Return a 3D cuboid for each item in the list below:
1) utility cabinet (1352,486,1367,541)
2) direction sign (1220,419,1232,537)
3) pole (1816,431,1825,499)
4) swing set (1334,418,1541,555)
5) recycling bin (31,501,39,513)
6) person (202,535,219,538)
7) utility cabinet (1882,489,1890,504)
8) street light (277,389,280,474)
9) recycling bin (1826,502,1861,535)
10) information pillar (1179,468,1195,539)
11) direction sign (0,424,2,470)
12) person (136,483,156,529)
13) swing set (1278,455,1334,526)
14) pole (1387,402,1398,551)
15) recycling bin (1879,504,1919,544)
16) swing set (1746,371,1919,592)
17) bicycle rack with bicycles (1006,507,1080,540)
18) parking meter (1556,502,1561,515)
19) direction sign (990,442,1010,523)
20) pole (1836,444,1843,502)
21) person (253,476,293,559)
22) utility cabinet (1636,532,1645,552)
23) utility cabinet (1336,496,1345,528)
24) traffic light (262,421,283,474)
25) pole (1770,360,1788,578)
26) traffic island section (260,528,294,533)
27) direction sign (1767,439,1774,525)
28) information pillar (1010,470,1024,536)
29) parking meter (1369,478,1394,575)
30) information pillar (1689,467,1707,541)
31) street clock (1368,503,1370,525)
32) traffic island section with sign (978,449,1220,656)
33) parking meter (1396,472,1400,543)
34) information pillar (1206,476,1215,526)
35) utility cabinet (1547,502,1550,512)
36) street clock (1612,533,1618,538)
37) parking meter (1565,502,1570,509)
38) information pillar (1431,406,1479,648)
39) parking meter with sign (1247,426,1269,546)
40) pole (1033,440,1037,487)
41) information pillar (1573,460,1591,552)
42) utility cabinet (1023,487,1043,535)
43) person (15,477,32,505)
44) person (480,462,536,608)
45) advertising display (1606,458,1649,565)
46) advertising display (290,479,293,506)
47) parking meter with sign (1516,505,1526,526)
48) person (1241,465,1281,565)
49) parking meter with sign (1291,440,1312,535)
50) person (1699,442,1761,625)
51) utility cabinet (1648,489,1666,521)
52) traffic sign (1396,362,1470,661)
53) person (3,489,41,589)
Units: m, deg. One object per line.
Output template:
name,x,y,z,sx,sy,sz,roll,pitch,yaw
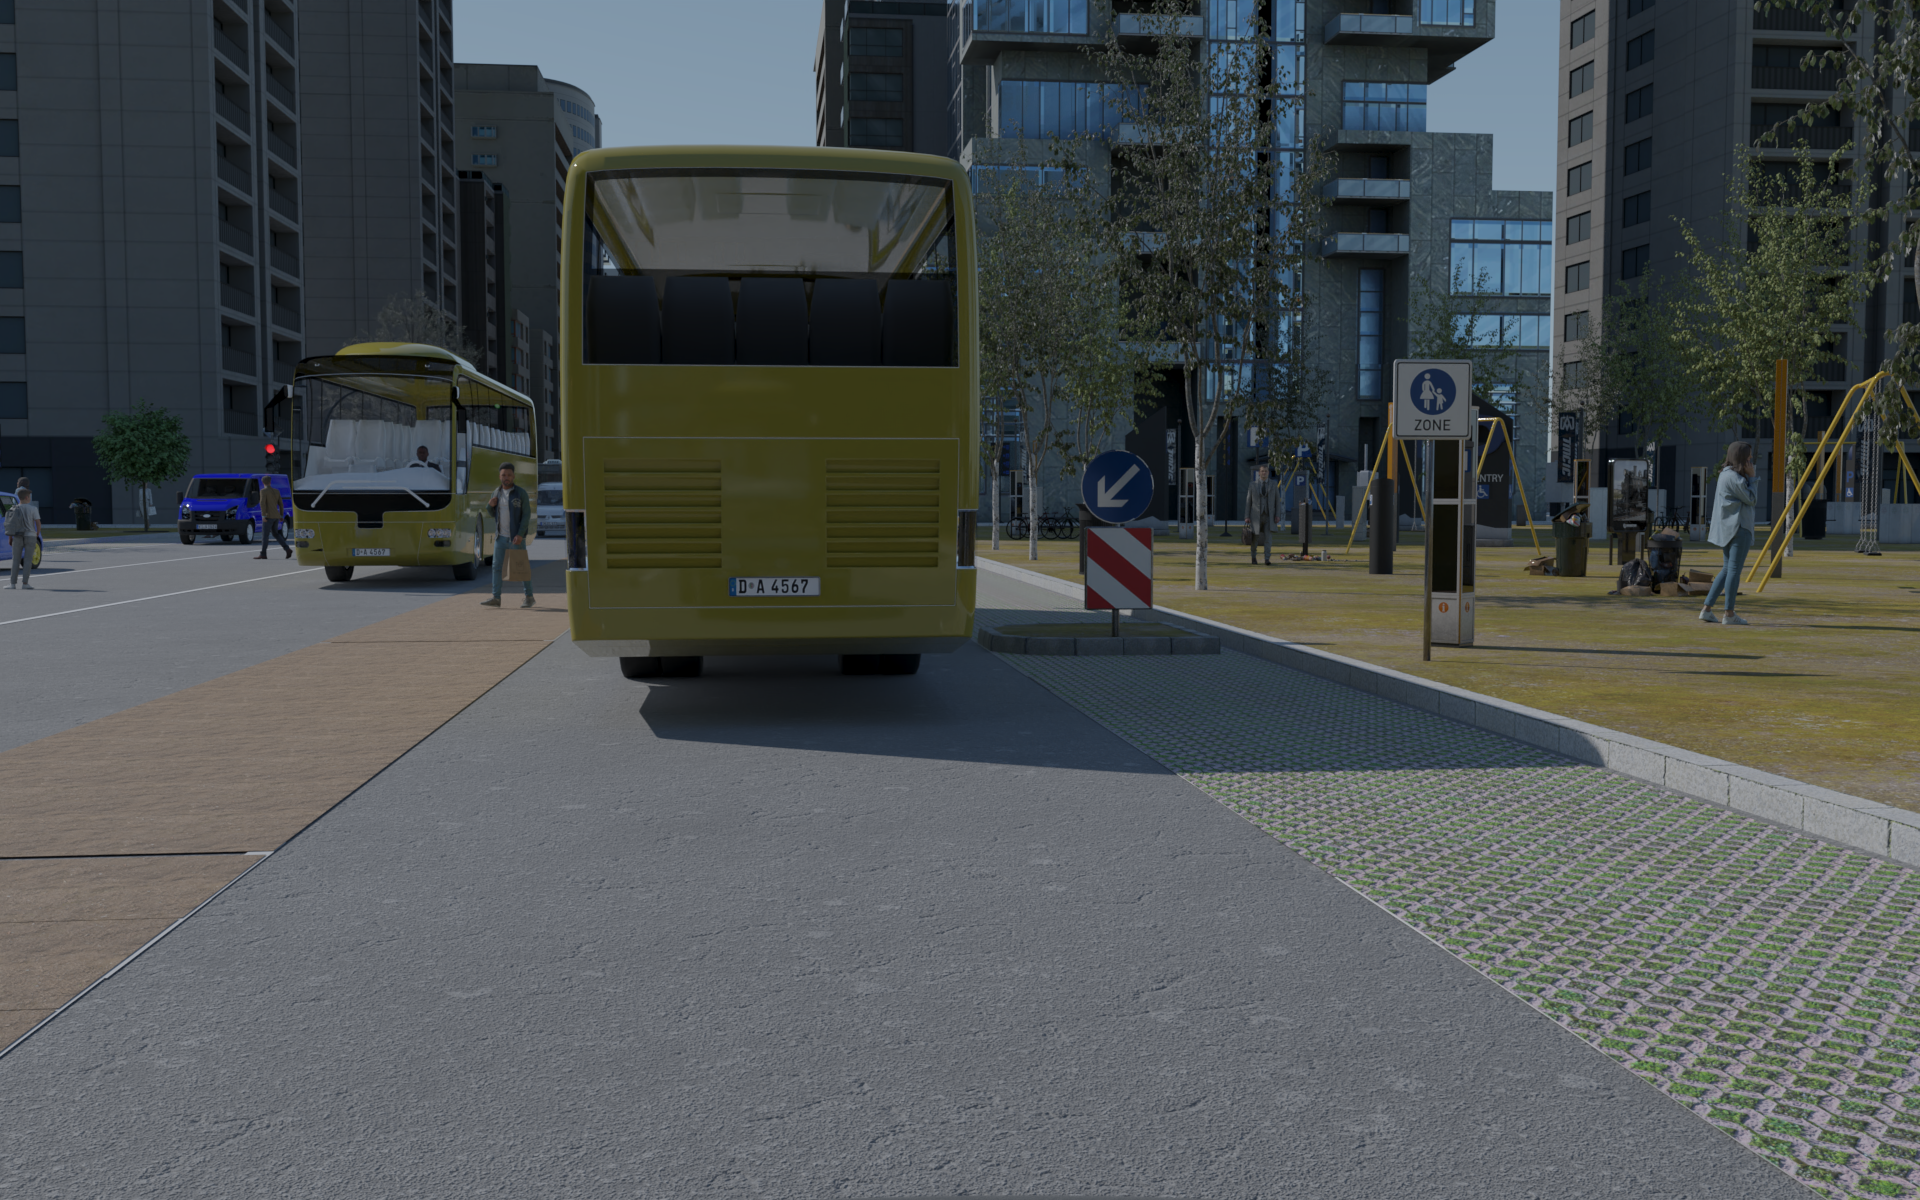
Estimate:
utility cabinet,10.941,-2.367,47.381,0.318,1.500,1.173,1,4,18
direction sign,8.038,-3.684,52.231,0.379,3.537,0.876,0,4,-6
pole,27.904,-3.814,56.202,0.158,3.312,0.155,0,3,0
swing set,10.176,-2.396,36.793,2.862,2.851,3.119,-2,4,-34
recycling bin,-33.639,-3.044,62.326,0.722,1.027,0.722,-1,4,-12
person,-24.386,-2.897,55.987,0.853,1.813,0.709,0,4,-8
utility cabinet,36.520,-3.701,69.191,1.173,1.500,0.318,-1,4,-9
street light,-28.400,-6.184,73.642,1.470,5.913,1.316,0,4,-7
recycling bin,28.152,-2.607,55.182,0.722,1.027,0.722,-1,4,-17
information pillar,6.422,-2.725,49.048,0.304,2.012,0.304,-3,4,-36
direction sign,-31.199,-3.885,55.524,0.876,3.537,0.379,-2,4,-34
person,-29.582,-3.462,63.006,0.694,1.780,0.624,1,4,18
swing set,13.482,-4.357,68.851,2.862,2.851,3.119,0,4,3
pole,9.654,-2.742,38.675,0.158,3.312,0.155,0,3,0
recycling bin,24.322,-1.970,44.771,0.722,1.027,0.722,-1,4,-14
swing set,12.208,-1.565,23.209,2.862,2.851,3.119,1,4,22
bicycle rack with bicycles,2.642,-2.215,49.602,2.925,0.926,2.852,0,4,-5
parking meter,31.191,-5.159,90.067,0.255,1.863,0.399,2,4,27
direction sign,1.758,-5.136,75.968,0.876,3.537,0.379,-1,4,-17
pole,34.369,-4.519,67.730,0.158,3.312,0.155,0,3,0
person,-15.151,-1.821,38.177,0.836,1.842,0.656,-1,4,-10
utility cabinet,15.133,-1.690,38.792,0.306,1.237,1.020,2,4,27
utility cabinet,14.460,-3.343,65.817,0.306,1.237,1.020,1,4,14
traffic light,-25.915,-4.677,65.390,0.839,4.253,0.868,0,4,-7
pole,12.483,-1.991,26.393,0.158,3.312,0.155,0,3,0
traffic island section,-25.956,-2.645,65.519,2.009,0.180,2.903,0,4,-7
direction sign,33.650,-4.873,71.668,0.379,3.537,0.876,1,4,16
information pillar,1.751,-3.003,53.587,0.304,2.012,0.304,-3,4,-37
parking meter,6.755,-1.183,27.746,0.372,1.533,0.369,0,3,0
information pillar,20.025,-2.598,46.977,0.304,2.012,0.304,-3,5,-39
street clock,16.833,-4.061,70.962,0.358,2.002,0.471,1,4,22
traffic island section with sign,1.209,-0.463,16.205,1.989,1.847,2.006,0,4,-7
parking meter,11.389,-2.432,45.479,0.255,1.863,0.399,1,4,22
information pillar,9.940,-3.934,68.818,0.304,2.012,0.304,1,4,20
utility cabinet,41.268,-6.744,121.433,0.306,1.237,1.020,0,4,-2
street clock,19.150,-2.806,50.454,0.471,2.002,0.358,-2,4,-34
parking meter,32.359,-5.121,92.145,0.372,1.533,0.369,0,3,0
information pillar,4.132,-0.614,14.533,0.304,2.012,0.304,3,5,40
parking meter with sign,7.501,-2.891,43.526,0.543,3.016,1.738,0,4,8
pole,2.854,-4.409,65.933,0.158,3.312,0.155,0,3,0
information pillar,13.301,-1.992,37.068,0.304,2.012,0.304,1,4,12
utility cabinet,2.256,-2.785,54.217,0.318,1.500,1.173,-1,4,-16
person,-20.177,-1.745,37.303,0.793,1.790,0.793,-3,5,-41
person,-5.557,-0.795,21.482,0.794,1.824,0.713,3,4,37
advertising display,12.078,-1.598,31.335,0.974,1.923,0.123,-2,4,-30
advertising display,-28.977,-4.293,75.409,0.123,1.923,0.974,-2,4,-32
parking meter with sign,21.758,-4.469,69.328,1.738,3.016,0.543,1,4,10
person,5.453,-1.540,31.328,0.694,1.812,0.767,0,4,6
parking meter with sign,10.930,-3.628,55.586,0.543,3.016,1.738,1,4,17
person,7.581,-0.658,17.061,0.793,1.790,0.793,-2,4,-25
utility cabinet,32.914,-4.503,82.301,1.173,1.500,0.318,3,5,43
traffic sign,3.591,-0.680,13.251,0.606,2.300,0.079,0,4,-5
person,-14.145,-0.917,26.085,0.523,1.515,0.503,3,5,42
